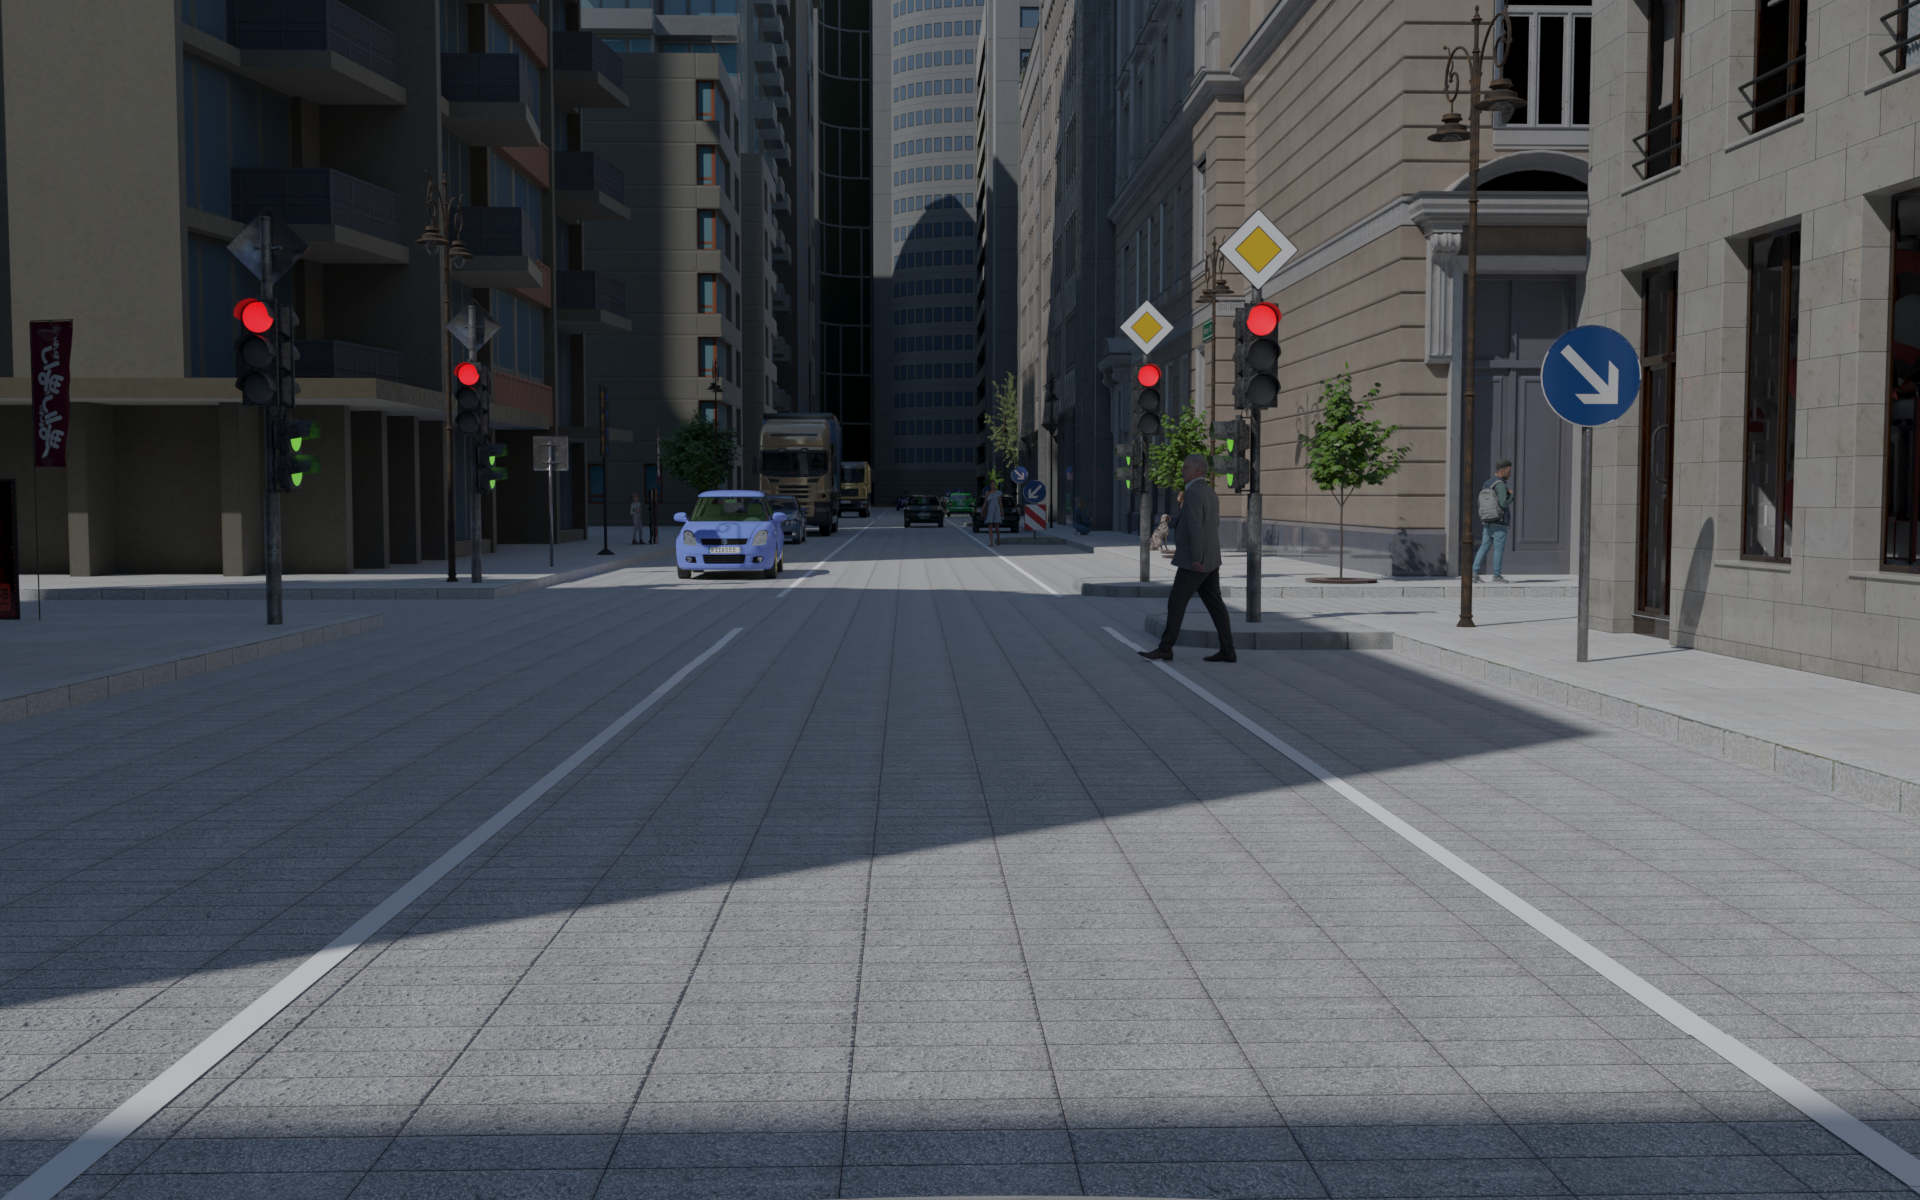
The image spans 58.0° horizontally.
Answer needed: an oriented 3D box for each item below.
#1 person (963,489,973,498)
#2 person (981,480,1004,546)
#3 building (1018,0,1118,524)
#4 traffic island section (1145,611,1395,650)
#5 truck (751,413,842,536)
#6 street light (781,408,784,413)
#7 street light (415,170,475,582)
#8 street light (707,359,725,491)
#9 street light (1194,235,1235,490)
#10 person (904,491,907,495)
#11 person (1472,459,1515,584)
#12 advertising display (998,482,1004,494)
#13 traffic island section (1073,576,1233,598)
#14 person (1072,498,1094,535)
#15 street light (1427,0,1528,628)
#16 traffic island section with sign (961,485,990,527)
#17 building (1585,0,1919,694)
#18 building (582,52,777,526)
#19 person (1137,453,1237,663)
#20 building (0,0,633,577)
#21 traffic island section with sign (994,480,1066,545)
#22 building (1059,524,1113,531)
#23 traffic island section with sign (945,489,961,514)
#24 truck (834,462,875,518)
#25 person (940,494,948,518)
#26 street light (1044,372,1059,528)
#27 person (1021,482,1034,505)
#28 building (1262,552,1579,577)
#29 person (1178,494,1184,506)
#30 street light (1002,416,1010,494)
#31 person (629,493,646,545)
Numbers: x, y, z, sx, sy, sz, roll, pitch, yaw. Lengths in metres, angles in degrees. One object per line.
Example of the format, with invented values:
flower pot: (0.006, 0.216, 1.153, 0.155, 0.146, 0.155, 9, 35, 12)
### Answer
person: (0.585, -9.458, 161.391, 1.217, 1.735, 0.721, 0, 4, -7)
person: (0.888, -2.378, 47.473, 0.616, 1.811, 0.778, 1, 4, 15)
building: (9.661, -16.651, 90.263, 12.078, 24.808, 19.932, 0, 4, -2)
traffic island section: (2.964, 0.301, 17.362, 2.009, 0.180, 2.903, 0, 4, -2)
truck: (-5.675, -4.484, 62.220, 2.839, 4.237, 11.283, 0, 4, -2)
street light: (-9.534, -7.375, 93.367, 0.468, 5.910, 1.993, 0, 4, -2)
street light: (-7.428, -3.203, 25.156, 0.468, 5.910, 1.993, 0, 4, -2)
street light: (-8.343, -5.289, 59.258, 0.468, 5.910, 1.993, 0, 4, -2)
street light: (4.560, -3.573, 31.200, 0.468, 5.910, 1.993, 0, 4, -2)
person: (-4.854, -9.093, 157.884, 0.721, 1.735, 1.217, 1, 4, 22)
person: (7.653, -1.122, 24.742, 0.721, 1.781, 0.623, -2, 4, -26)
advertising display: (2.261, -5.555, 96.045, 0.123, 1.923, 0.974, 1, 4, 13)
traffic island section: (2.726, -0.187, 25.344, 2.009, 0.180, 2.903, 0, 4, -2)
person: (3.904, -2.608, 54.181, 0.738, 1.151, 1.012, 1, 4, 14)
street light: (4.888, -2.677, 16.554, 0.468, 5.910, 1.993, 0, 4, -2)
traffic island section with sign: (1.196, -4.174, 76.875, 1.989, 1.847, 2.006, 0, 4, -2)
building: (11.411, -9.365, 7.874, 10.420, 20.320, 16.860, 0, 4, -2)
building: (-23.676, -14.509, 82.254, 27.650, 21.520, 28.899, 0, 4, -2)
person: (1.953, -0.360, 14.791, 0.834, 1.777, 0.661, 1, 4, 17)
building: (-19.809, -23.488, 38.657, 22.147, 44.769, 28.867, 0, 4, -2)
traffic island section with sign: (1.999, -2.526, 49.932, 1.989, 1.847, 2.006, 0, 4, -2)
building: (9.903, -15.385, 69.570, 12.078, 24.808, 19.932, 0, 4, -2)
traffic island section with sign: (-0.317, -7.265, 127.417, 1.989, 1.847, 2.006, 0, 4, -2)
truck: (-6.858, -6.739, 106.110, 3.469, 3.379, 9.791, 0, 4, -1)
person: (-1.007, -5.639, 103.880, 0.628, 1.438, 0.799, -2, 4, -26)
street light: (3.466, -5.679, 65.638, 0.468, 5.910, 1.993, 0, 4, -2)
person: (2.994, -4.340, 77.028, 0.581, 1.822, 0.654, 0, 4, 7)
building: (16.243, -15.083, 32.520, 20.117, 28.700, 13.634, 0, 4, -2)
person: (5.173, -2.019, 39.036, 0.573, 1.828, 0.580, 0, 4, -4)
street light: (2.595, -7.784, 100.054, 0.468, 5.910, 1.993, 0, 4, -2)
person: (-8.181, -2.060, 44.002, 0.394, 1.301, 0.425, 1, 4, 17)
